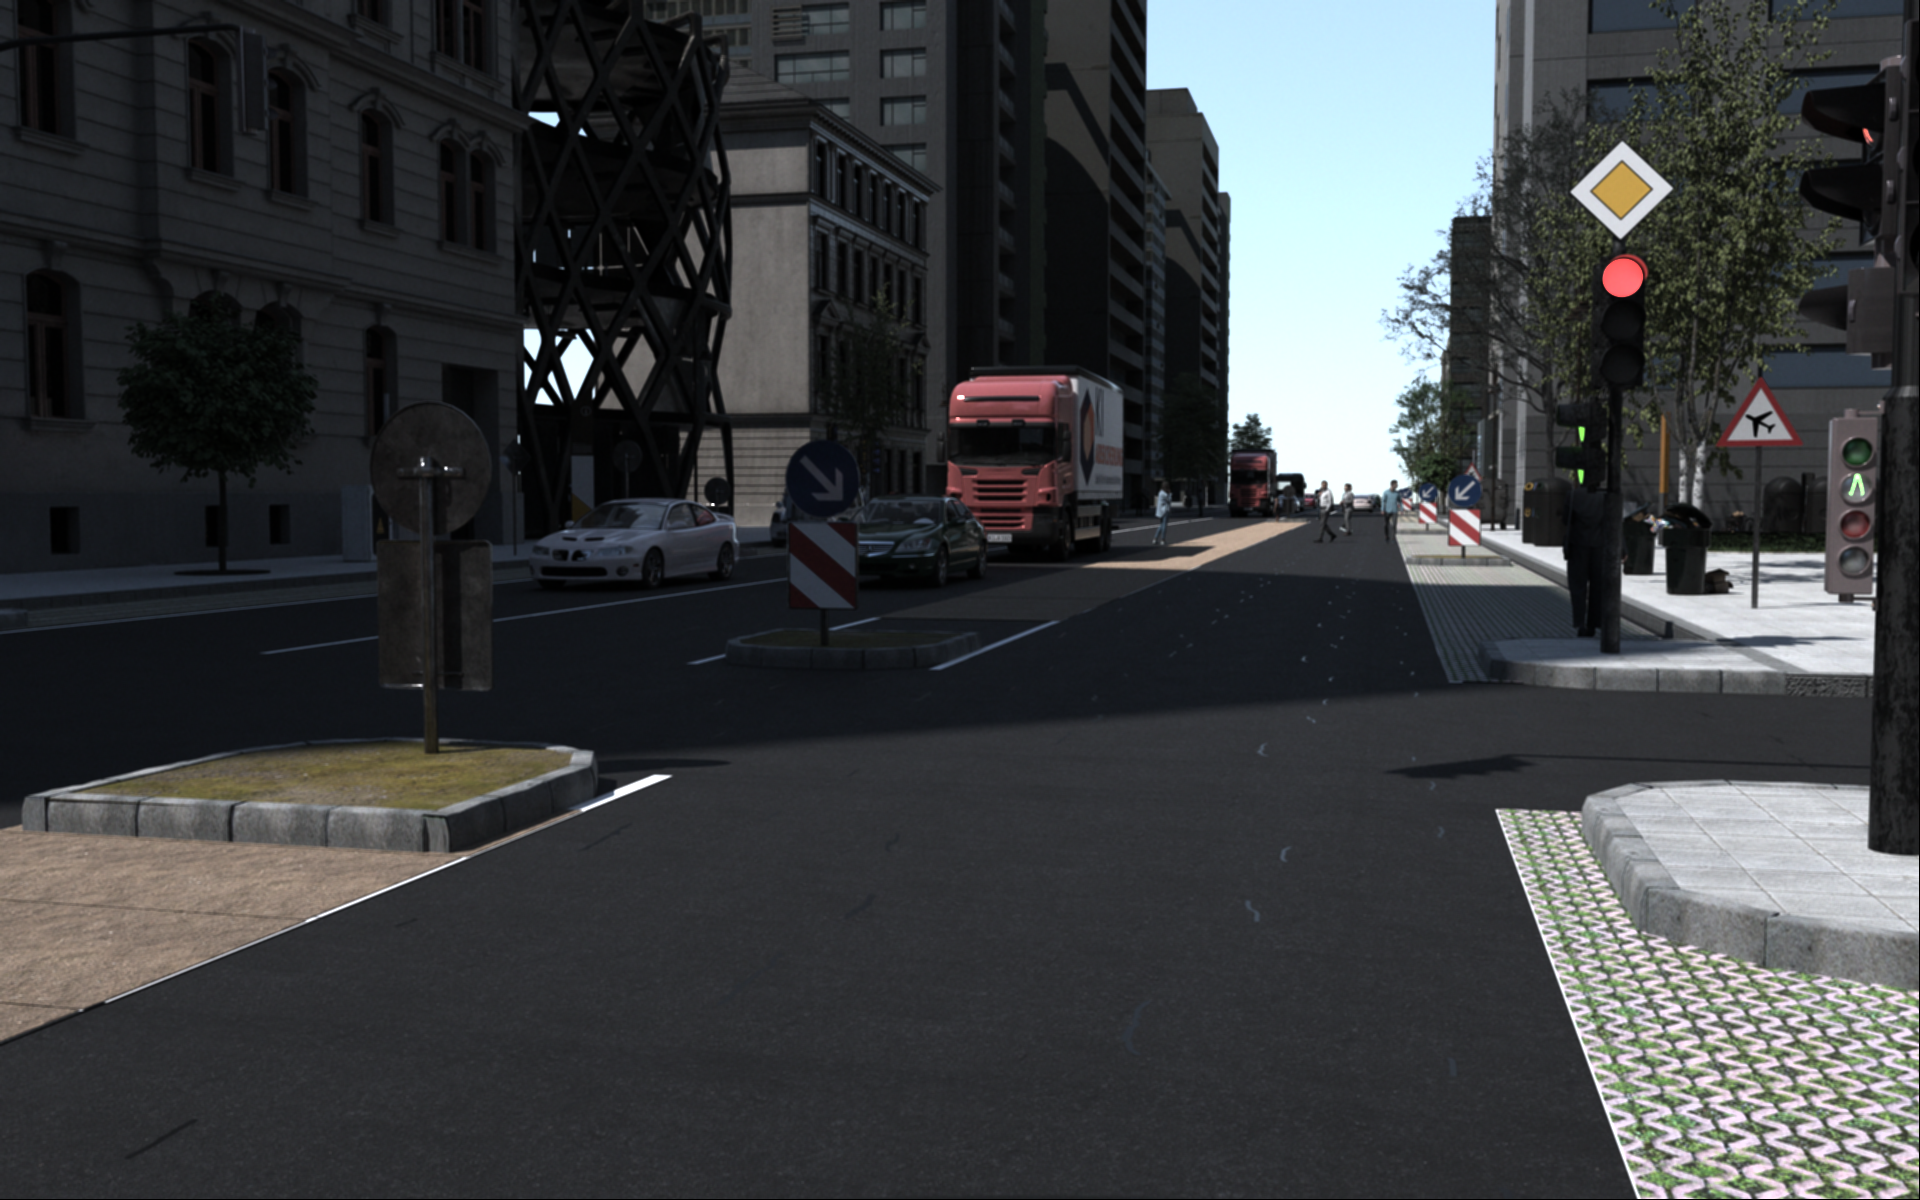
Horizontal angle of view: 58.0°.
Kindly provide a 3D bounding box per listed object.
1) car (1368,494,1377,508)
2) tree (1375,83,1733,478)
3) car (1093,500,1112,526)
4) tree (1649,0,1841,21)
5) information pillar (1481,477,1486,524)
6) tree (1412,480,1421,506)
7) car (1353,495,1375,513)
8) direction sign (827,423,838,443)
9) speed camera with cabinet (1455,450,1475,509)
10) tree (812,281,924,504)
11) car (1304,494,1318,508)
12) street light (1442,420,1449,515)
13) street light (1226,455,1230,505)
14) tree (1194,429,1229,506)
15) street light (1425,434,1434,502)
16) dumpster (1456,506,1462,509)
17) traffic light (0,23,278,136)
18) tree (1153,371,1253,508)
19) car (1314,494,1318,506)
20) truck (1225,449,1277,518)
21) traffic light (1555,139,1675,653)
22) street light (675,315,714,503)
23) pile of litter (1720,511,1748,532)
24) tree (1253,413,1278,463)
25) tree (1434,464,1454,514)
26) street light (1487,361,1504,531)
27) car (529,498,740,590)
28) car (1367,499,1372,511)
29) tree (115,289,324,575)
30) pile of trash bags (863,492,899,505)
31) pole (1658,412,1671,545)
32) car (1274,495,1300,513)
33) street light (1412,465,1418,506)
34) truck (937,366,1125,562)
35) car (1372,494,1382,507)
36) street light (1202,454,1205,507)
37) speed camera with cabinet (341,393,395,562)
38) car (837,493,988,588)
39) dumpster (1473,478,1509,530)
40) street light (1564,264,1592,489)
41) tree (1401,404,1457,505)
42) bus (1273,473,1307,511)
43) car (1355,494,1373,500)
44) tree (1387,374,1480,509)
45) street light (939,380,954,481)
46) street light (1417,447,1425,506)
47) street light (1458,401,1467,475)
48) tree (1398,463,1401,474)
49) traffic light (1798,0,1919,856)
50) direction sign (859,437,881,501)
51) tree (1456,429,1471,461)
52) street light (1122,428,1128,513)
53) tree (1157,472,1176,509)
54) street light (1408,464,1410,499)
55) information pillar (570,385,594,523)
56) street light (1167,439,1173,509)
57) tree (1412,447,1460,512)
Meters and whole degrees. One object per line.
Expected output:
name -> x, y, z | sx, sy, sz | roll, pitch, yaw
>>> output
car -> 42.026, -10.196, 178.712 | 2.014, 1.417, 4.499 | 1, 4, 12
tree -> 17.736, -8.629, 51.448 | 12.009, 13.543, 11.850 | 0, 3, 0
car -> 4.955, -3.545, 69.756 | 2.131, 1.459, 4.920 | 1, 4, 15
tree -> 10.266, -4.512, 24.141 | 4.737, 8.622, 4.395 | 0, 3, 0
information pillar -> 22.180, -4.241, 73.829 | 0.304, 2.012, 0.304 | -3, 5, -44
tree -> 51.185, -12.113, 192.650 | 1.663, 3.219, 1.824 | 0, 3, 0
car -> 31.199, -7.491, 134.832 | 2.083, 1.381, 4.827 | 1, 4, 14
direction sign -> -4.081, -3.876, 55.369 | 0.379, 3.537, 0.876 | 1, 4, 17
speed camera with cabinet -> 23.015, -5.162, 78.734 | 0.660, 3.252, 2.038 | 0, 4, 5
tree -> -3.272, -6.750, 60.724 | 4.737, 8.622, 4.395 | 0, 3, 0
car -> 34.828, -10.069, 173.668 | 2.155, 1.783, 4.494 | 1, 4, 13
street light -> 30.304, -8.285, 108.239 | 0.468, 5.910, 1.993 | 1, 4, 14
street light -> 30.898, -13.884, 199.784 | 0.468, 5.910, 1.993 | 1, 4, 14
tree -> 25.741, -14.047, 180.024 | 4.360, 8.622, 3.978 | 0, 3, 0
street light -> 36.463, -9.870, 134.155 | 0.468, 5.910, 1.993 | 1, 4, 14
dumpster -> 22.325, -4.284, 75.810 | 1.264, 1.857, 1.865 | 1, 4, 13
traffic light -> -9.140, -2.614, 17.411 | 4.771, 5.953, 1.251 | 1, 4, 14
tree -> 21.466, -14.834, 160.660 | 7.486, 12.596, 7.792 | 0, 3, 0
car -> 42.583, -12.345, 210.638 | 1.959, 1.807, 4.718 | 1, 4, 15
truck -> 18.479, -7.356, 109.182 | 2.839, 4.237, 11.283 | 1, 4, 13
traffic light -> 5.246, -1.528, 13.912 | 0.839, 4.253, 0.868 | 1, 4, 14
street light -> -6.849, -4.406, 44.833 | 0.468, 5.910, 1.993 | 1, 4, 14
pile of litter -> 19.796, -1.874, 44.610 | 1.176, 0.858, 1.719 | -1, 4, -9
tree -> 40.537, -19.789, 241.675 | 7.486, 12.596, 7.792 | 0, 3, 0
tree -> 31.271, -7.126, 111.110 | 1.663, 3.219, 1.824 | 0, 3, 0
street light -> 18.550, -5.343, 60.139 | 0.468, 5.910, 1.993 | 1, 4, 14
car -> -5.086, -0.933, 27.614 | 2.083, 1.381, 4.827 | 1, 4, 15
car -> 33.724, -8.183, 146.151 | 2.083, 1.381, 4.827 | 1, 4, 13
tree -> -11.897, -2.695, 27.771 | 4.285, 4.588, 4.351 | 0, 3, 0
pile of trash bags -> -3.207, -3.467, 66.444 | 1.912, 1.369, 3.447 | 2, 4, 25
pole -> 17.583, -3.021, 43.233 | 0.158, 3.312, 0.155 | 0, 3, 0
car -> 25.160, -7.407, 133.467 | 2.083, 1.381, 4.827 | 1, 4, 14
street light -> 49.977, -13.239, 189.240 | 0.468, 5.910, 1.993 | 1, 4, 14
truck -> 1.887, -3.141, 40.268 | 2.839, 4.237, 11.283 | 1, 4, 12
car -> 44.910, -10.801, 188.386 | 2.131, 1.459, 4.920 | 1, 4, 15
street light -> 24.521, -12.314, 174.113 | 0.468, 5.910, 1.993 | 1, 4, 14
speed camera with cabinet -> -11.198, -2.391, 33.435 | 0.660, 3.252, 2.038 | 1, 4, 8
car -> -0.798, -1.003, 28.198 | 2.131, 1.459, 4.920 | 1, 4, 13
dumpster -> 19.029, -3.448, 62.137 | 1.264, 1.857, 1.865 | 1, 4, 14
street light -> 12.291, -3.771, 34.449 | 0.468, 5.910, 1.993 | 1, 4, 14
tree -> 39.027, -11.655, 140.920 | 4.737, 8.622, 4.395 | 0, 3, 0
bus -> 27.983, -9.318, 147.215 | 2.948, 3.499, 13.247 | 1, 4, 12
car -> 36.271, -8.972, 156.482 | 2.009, 1.686, 4.222 | 1, 4, 13
tree -> 40.762, -13.668, 149.228 | 9.928, 11.665, 9.643 | 0, 3, 0
street light -> -0.475, -5.976, 70.495 | 0.468, 5.910, 1.993 | 1, 4, 14
street light -> 42.792, -11.452, 160.034 | 0.468, 5.910, 1.993 | 1, 4, 14
street light -> 24.835, -6.914, 85.824 | 0.468, 5.910, 1.993 | 1, 4, 14
tree -> 44.992, -13.341, 168.492 | 4.737, 8.622, 4.395 | 0, 3, 0
traffic light -> 1.308, -1.947, 6.504 | 4.771, 5.953, 1.251 | 1, 4, 14
direction sign -> -3.597, -4.722, 69.196 | 0.876, 3.537, 0.379 | -1, 4, -20
tree -> 14.550, -5.441, 39.317 | 4.737, 8.622, 4.395 | 0, 3, 0
street light -> 11.243, -8.941, 118.977 | 0.468, 5.910, 1.993 | 1, 4, 14
tree -> 18.278, -9.706, 153.292 | 1.663, 3.219, 1.824 | 0, 3, 0
street light -> 56.300, -14.847, 215.530 | 0.468, 5.910, 1.993 | 1, 4, 14
information pillar -> -8.134, -2.815, 37.387 | 0.504, 3.616, 0.183 | -1, 4, -15
street light -> 17.606, -10.531, 144.973 | 0.468, 5.910, 1.993 | 1, 4, 14
tree -> 33.711, -8.491, 122.548 | 4.285, 4.588, 4.351 | 0, 3, 0
